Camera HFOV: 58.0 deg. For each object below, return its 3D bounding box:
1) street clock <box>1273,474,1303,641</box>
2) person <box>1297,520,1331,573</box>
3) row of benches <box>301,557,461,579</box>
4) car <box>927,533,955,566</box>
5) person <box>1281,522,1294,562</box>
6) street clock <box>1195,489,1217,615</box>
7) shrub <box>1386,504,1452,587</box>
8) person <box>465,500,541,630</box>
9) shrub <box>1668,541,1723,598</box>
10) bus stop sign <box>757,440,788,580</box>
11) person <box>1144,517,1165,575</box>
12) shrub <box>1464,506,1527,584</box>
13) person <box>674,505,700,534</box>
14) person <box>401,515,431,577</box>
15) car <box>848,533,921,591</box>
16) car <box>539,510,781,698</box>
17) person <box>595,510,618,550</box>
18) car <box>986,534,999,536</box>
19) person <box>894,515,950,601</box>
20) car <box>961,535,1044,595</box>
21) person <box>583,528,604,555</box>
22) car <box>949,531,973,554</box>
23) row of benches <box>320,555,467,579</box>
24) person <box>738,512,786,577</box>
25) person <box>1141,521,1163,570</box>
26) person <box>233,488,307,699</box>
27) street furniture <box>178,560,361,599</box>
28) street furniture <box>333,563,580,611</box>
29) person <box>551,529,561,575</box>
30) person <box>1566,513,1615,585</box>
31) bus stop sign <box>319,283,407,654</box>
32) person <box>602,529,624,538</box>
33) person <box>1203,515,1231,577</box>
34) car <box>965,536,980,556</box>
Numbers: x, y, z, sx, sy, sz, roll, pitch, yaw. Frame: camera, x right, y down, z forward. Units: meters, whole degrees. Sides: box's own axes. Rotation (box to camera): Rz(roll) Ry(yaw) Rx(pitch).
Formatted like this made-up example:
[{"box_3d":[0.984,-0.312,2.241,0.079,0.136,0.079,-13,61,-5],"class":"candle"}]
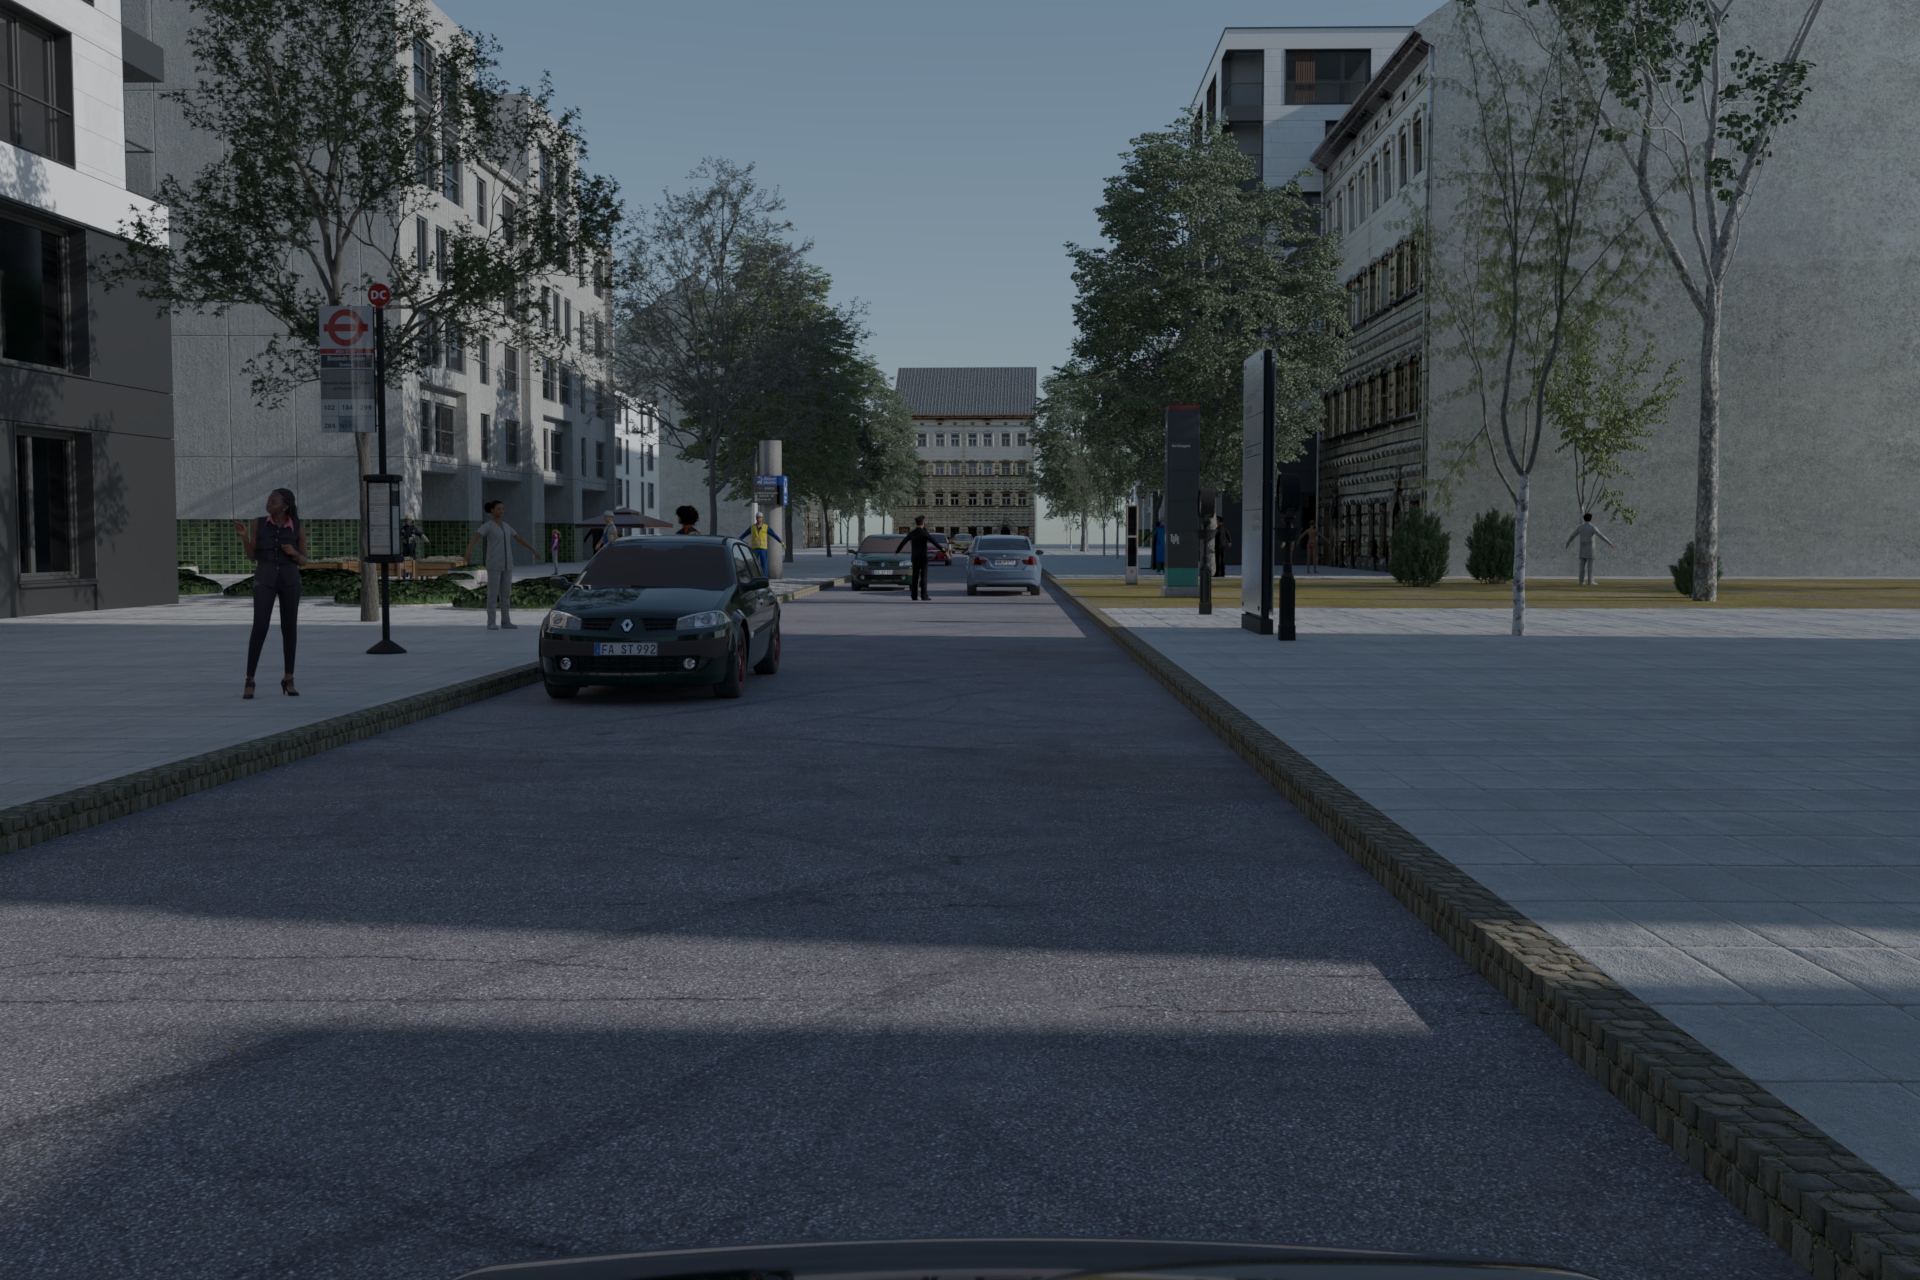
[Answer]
[{"box_3d":[3.941,-0.994,20.830,0.358,2.002,0.471,0,4,2],"class":"street clock"},{"box_3d":[11.567,-3.052,56.705,1.217,1.733,0.721,3,4,37],"class":"person"},{"box_3d":[-14.958,-1.813,45.105,4.104,0.672,1.422,0,4,-4],"class":"row of benches"},{"box_3d":[-1.305,-4.321,79.695,2.155,1.783,4.494,0,4,1],"class":"car"},{"box_3d":[8.957,-2.528,47.464,0.704,1.812,1.346,1,4,15],"class":"person"},{"box_3d":[3.914,-1.407,27.572,0.358,2.002,0.471,0,4,1],"class":"street clock"},{"box_3d":[11.170,-2.310,42.187,1.690,2.028,1.600,0,3,0],"class":"shrub"},{"box_3d":[-6.158,-1.011,23.303,0.721,1.739,1.217,3,4,38],"class":"person"},{"box_3d":[14.825,-1.454,34.884,1.383,1.207,1.383,0,3,0],"class":"shrub"},{"box_3d":[-5.342,-3.664,48.924,0.837,3.901,0.837,0,4,3],"class":"bus stop sign"},{"box_3d":[6.415,-2.974,54.745,1.347,1.817,0.704,-1,4,-19],"class":"person"},{"box_3d":[13.797,-2.462,44.673,1.690,2.028,1.600,0,3,0],"class":"shrub"},{"box_3d":[-3.761,-0.920,23.648,0.704,1.843,1.345,2,4,27],"class":"person"},{"box_3d":[-16.283,-2.776,51.165,1.354,1.856,0.705,0,4,3],"class":"person"},{"box_3d":[-1.872,-2.162,45.141,2.009,1.686,4.222,0,4,1],"class":"car"},{"box_3d":[-2.737,-0.403,16.379,2.009,1.686,4.222,0,4,1],"class":"car"},{"box_3d":[-8.386,-2.167,41.290,0.705,1.847,1.347,-2,4,-29],"class":"person"},{"box_3d":[2.556,-7.107,128.201,2.014,1.417,4.499,0,4,1],"class":"car"},{"box_3d":[-0.853,-1.770,37.326,1.347,1.837,0.705,2,4,26],"class":"person"},{"box_3d":[1.031,-1.818,41.721,2.014,1.417,4.499,0,4,1],"class":"car"},{"box_3d":[-12.310,-3.226,58.966,1.346,1.802,0.704,2,4,24],"class":"person"},{"box_3d":[0.235,-7.184,127.680,2.015,1.641,3.980,0,4,1],"class":"car"},{"box_3d":[-15.944,-2.057,49.098,4.104,0.672,1.422,-2,4,-27],"class":"row of benches"},{"box_3d":[-5.001,-2.273,43.128,1.349,1.833,0.705,0,4,-2],"class":"person"},{"box_3d":[7.029,-3.356,61.594,1.216,1.740,0.721,0,4,-5],"class":"person"},{"box_3d":[-5.391,-0.372,13.601,0.415,1.643,0.593,1,4,22],"class":"person"},{"box_3d":[-15.768,-1.414,38.749,5.734,0.657,10.072,-1,4,-16],"class":"street furniture"},{"box_3d":[-8.537,-1.110,33.774,5.734,0.657,10.072,0,4,0],"class":"street furniture"},{"box_3d":[-12.674,-2.733,53.955,0.599,1.433,0.991,-1,4,-13],"class":"person"},{"box_3d":[15.824,-2.290,43.629,0.705,1.806,1.347,-3,4,-38],"class":"person"},{"box_3d":[-6.397,-1.825,18.538,0.855,3.939,0.416,0,4,1],"class":"bus stop sign"},{"box_3d":[-14.071,-3.914,69.760,1.354,1.858,0.705,0,4,-2],"class":"person"},{"box_3d":[7.708,-2.790,51.547,0.705,1.837,1.347,3,5,44],"class":"person"},{"box_3d":[1.283,-3.896,76.056,2.083,1.381,4.827,0,3,0],"class":"car"}]
